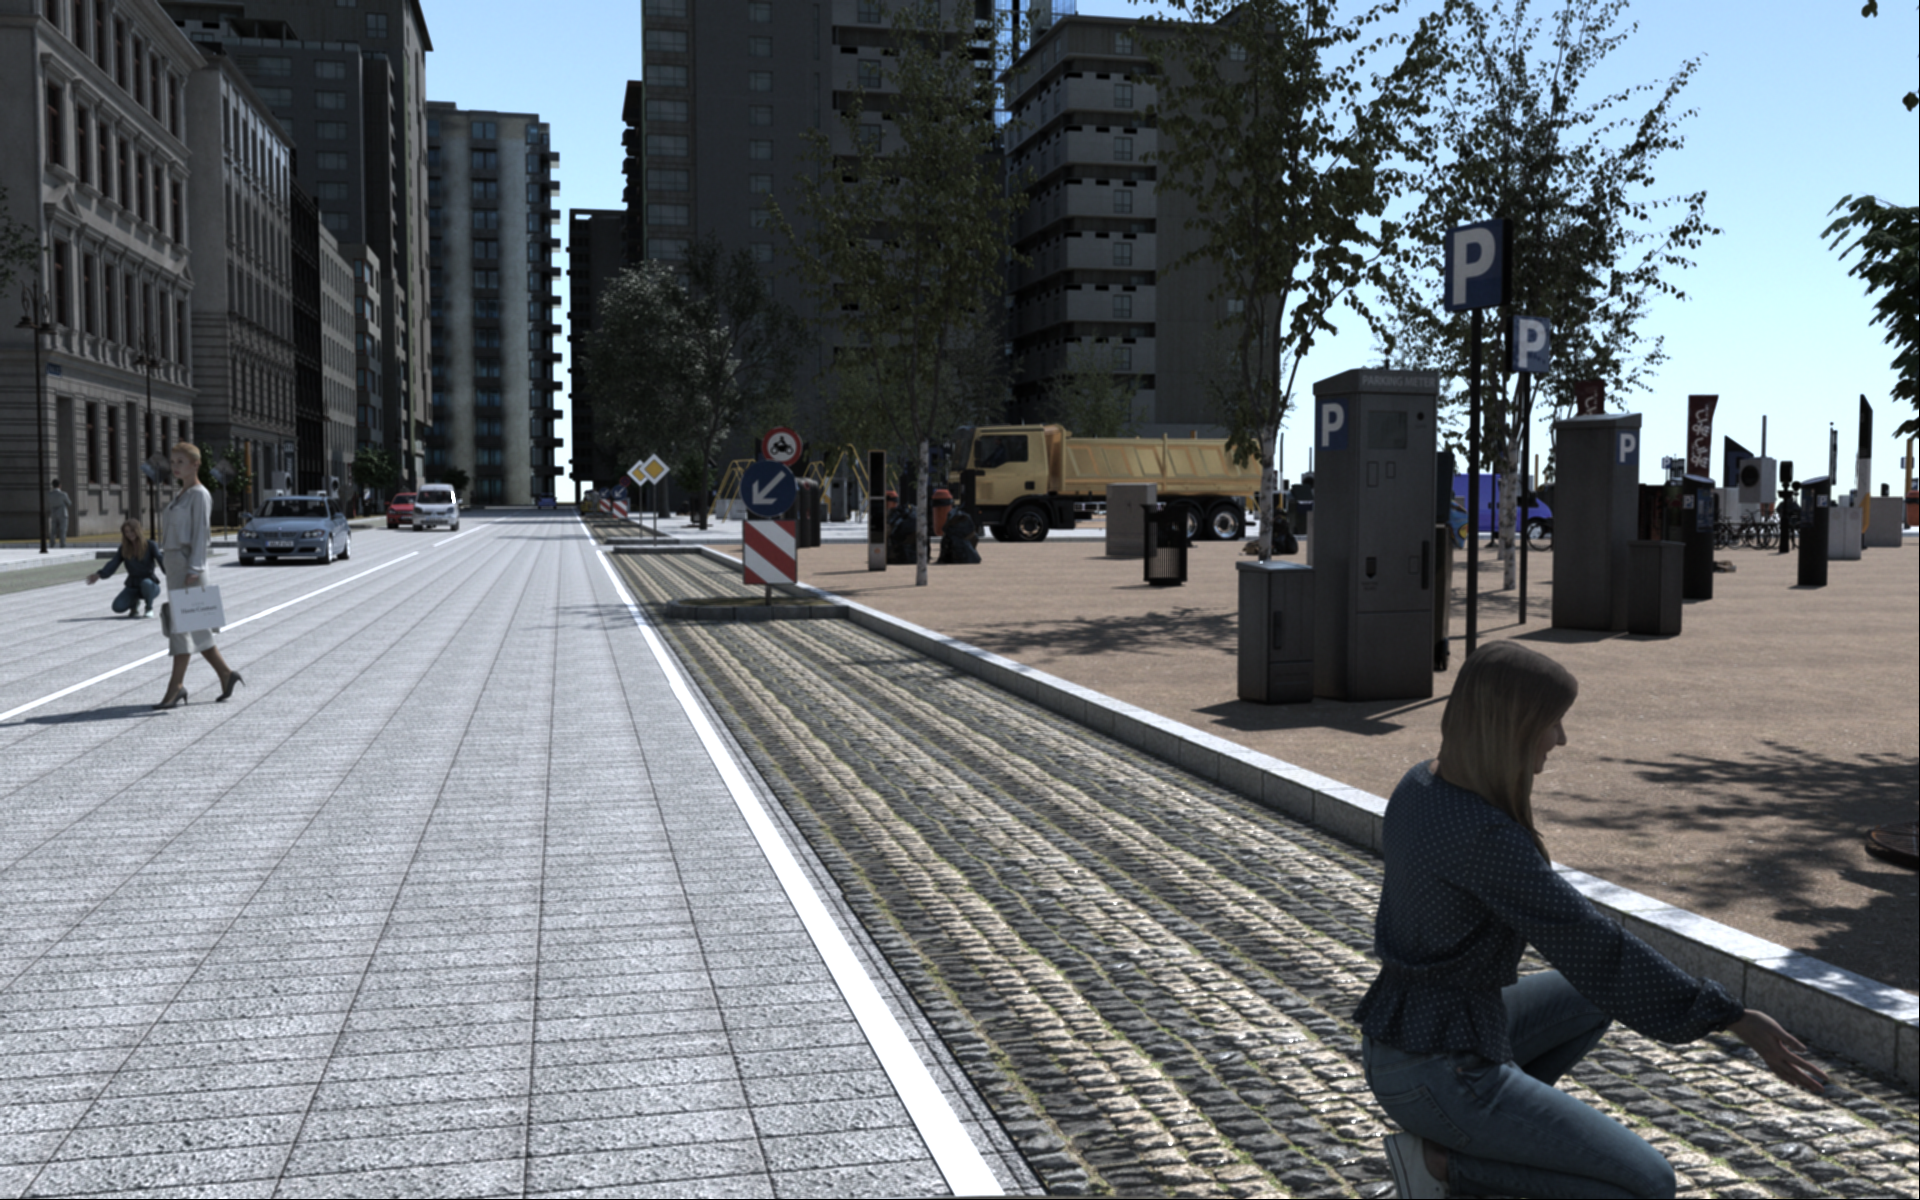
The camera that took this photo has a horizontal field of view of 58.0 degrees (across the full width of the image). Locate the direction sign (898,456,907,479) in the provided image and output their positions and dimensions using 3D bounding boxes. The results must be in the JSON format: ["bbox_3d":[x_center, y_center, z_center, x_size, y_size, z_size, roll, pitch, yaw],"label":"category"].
[{"bbox_3d":[-3.425,-6.804,103.238,0.379,3.537,0.876,3,4,37],"label":"direction sign"}]

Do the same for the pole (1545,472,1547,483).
[{"bbox_3d":[46.169,-8.724,136.483,0.158,3.312,0.155,0,3,0],"label":"pole"}]

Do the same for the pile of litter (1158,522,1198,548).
[{"bbox_3d":[4.837,-1.701,41.778,1.719,0.858,1.176,2,4,24],"label":"pile of litter"}]

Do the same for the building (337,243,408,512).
[{"bbox_3d":[-57.669,-17.495,131.080,27.650,21.520,28.899,-1,4,-13],"label":"building"}]

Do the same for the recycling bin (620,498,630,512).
[{"bbox_3d":[-23.664,-6.712,122.297,0.722,1.027,0.722,-1,4,-11],"label":"recycling bin"}]

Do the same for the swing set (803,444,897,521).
[{"bbox_3d":[-3.700,-3.552,55.690,2.862,2.851,3.119,-1,4,-9],"label":"swing set"}]

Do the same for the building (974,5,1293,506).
[{"bbox_3d":[18.593,-36.999,194.176,27.495,52.752,28.713,-1,4,-13],"label":"building"}]

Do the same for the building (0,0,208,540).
[{"bbox_3d":[-32.748,-13.488,56.689,11.583,22.565,21.152,-1,4,-13],"label":"building"}]

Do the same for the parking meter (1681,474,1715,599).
[{"bbox_3d":[9.043,-0.784,21.236,0.372,1.533,0.369,0,3,0],"label":"parking meter"}]

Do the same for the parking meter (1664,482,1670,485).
[{"bbox_3d":[34.541,-4.818,84.485,0.255,1.863,0.399,-2,4,-28],"label":"parking meter"}]

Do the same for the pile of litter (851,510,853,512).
[{"bbox_3d":[-8.236,-6.769,124.633,1.176,0.858,1.719,1,4,21],"label":"pile of litter"}]

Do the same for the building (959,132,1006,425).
[{"bbox_3d":[-3.203,-31.376,196.596,14.086,41.232,14.154,-1,4,-13],"label":"building"}]

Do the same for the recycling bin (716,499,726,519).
[{"bbox_3d":[-11.968,-4.633,88.307,0.722,1.027,0.722,2,4,31],"label":"recycling bin"}]

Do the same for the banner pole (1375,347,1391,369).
[{"bbox_3d":[7.279,-2.439,29.894,0.401,3.779,0.863,0,4,-4],"label":"banner pole"}]

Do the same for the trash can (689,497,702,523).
[{"bbox_3d":[-11.545,-3.945,76.149,0.748,1.137,0.748,0,3,0],"label":"trash can"}]

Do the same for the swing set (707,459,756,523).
[{"bbox_3d":[-9.944,-4.989,79.194,2.862,2.851,3.119,-2,4,-24],"label":"swing set"}]

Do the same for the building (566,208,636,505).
[{"bbox_3d":[-38.498,-32.545,223.996,23.993,40.220,32.217,-1,4,-13],"label":"building"}]

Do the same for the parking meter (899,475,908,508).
[{"bbox_3d":[-1.763,-2.966,54.207,0.255,1.863,0.399,0,4,-5],"label":"parking meter"}]

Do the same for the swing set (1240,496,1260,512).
[{"bbox_3d":[13.646,-5.257,83.568,2.862,2.851,3.119,0,4,-3],"label":"swing set"}]

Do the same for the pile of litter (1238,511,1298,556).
[{"bbox_3d":[6.525,-1.400,36.847,1.719,0.858,1.176,-3,4,-36],"label":"pile of litter"}]

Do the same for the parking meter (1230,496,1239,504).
[{"bbox_3d":[12.056,-4.140,76.100,0.372,1.533,0.369,0,3,0],"label":"parking meter"}]

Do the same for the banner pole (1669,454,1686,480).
[{"bbox_3d":[44.491,-7.174,107.304,0.401,3.779,0.863,-3,5,-42],"label":"banner pole"}]

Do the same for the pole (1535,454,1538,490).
[{"bbox_3d":[29.392,-5.780,88.350,0.158,3.312,0.155,0,3,0],"label":"pole"}]

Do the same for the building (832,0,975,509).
[{"bbox_3d":[-14.131,-34.758,157.530,28.713,52.752,27.495,-1,4,-13],"label":"building"}]

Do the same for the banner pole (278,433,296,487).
[{"bbox_3d":[-27.528,-4.938,70.752,0.401,3.779,0.863,3,5,41],"label":"banner pole"}]

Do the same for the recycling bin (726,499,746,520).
[{"bbox_3d":[-10.886,-4.415,84.744,0.722,1.027,0.722,-1,4,-19],"label":"recycling bin"}]

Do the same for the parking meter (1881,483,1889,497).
[{"bbox_3d":[50.986,-5.491,95.489,0.399,1.863,0.255,-2,4,-33],"label":"parking meter"}]

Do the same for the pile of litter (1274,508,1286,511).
[{"bbox_3d":[10.403,-2.570,55.983,1.719,0.858,1.176,2,4,35],"label":"pile of litter"}]

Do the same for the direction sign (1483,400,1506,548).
[{"bbox_3d":[12.803,-3.029,41.529,0.876,3.537,0.379,-3,5,-39],"label":"direction sign"}]

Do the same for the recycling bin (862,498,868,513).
[{"bbox_3d":[-6.319,-6.517,119.106,0.722,1.027,0.722,-2,4,-28],"label":"recycling bin"}]

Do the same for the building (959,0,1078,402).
[{"bbox_3d":[3.436,-55.951,227.472,31.000,86.520,22.319,-1,4,-13],"label":"building"}]

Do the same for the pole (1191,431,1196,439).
[{"bbox_3d":[7.510,-3.787,55.768,0.158,3.312,0.155,0,3,0],"label":"pole"}]

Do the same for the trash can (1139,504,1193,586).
[{"bbox_3d":[2.885,-0.773,24.299,0.748,1.137,0.748,0,3,0],"label":"trash can"}]

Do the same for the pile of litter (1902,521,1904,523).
[{"bbox_3d":[41.952,-3.777,75.713,1.176,0.858,1.719,-1,4,-12],"label":"pile of litter"}]

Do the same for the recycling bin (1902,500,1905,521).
[{"bbox_3d":[42.636,-3.975,77.553,0.722,1.027,0.722,-1,4,-13],"label":"recycling bin"}]

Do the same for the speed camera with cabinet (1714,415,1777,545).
[{"bbox_3d":[19.690,-3.037,43.993,0.660,3.252,2.038,-2,4,-24],"label":"speed camera with cabinet"}]

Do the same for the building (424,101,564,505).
[{"bbox_3d":[-64.769,-36.337,213.723,30.456,49.044,23.786,-1,4,-13],"label":"building"}]

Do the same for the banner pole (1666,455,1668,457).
[{"bbox_3d":[45.731,-7.430,111.494,0.863,3.779,0.401,2,4,29],"label":"banner pole"}]

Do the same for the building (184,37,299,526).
[{"bbox_3d":[-35.633,-13.895,76.340,9.793,20.994,18.267,-1,4,-13],"label":"building"}]

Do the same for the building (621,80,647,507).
[{"bbox_3d":[-24.442,-32.404,184.431,22.147,44.769,28.867,-1,4,-13],"label":"building"}]

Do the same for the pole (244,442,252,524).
[{"bbox_3d":[-27.718,-4.503,67.459,0.158,3.312,0.155,0,3,0],"label":"pole"}]

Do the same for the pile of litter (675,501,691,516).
[{"bbox_3d":[-16.224,-5.467,103.353,1.719,0.858,1.176,-2,4,-26],"label":"pile of litter"}]

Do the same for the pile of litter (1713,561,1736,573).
[{"bbox_3d":[12.363,-0.924,29.077,1.176,0.858,1.719,1,4,12],"label":"pile of litter"}]

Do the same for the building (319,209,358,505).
[{"bbox_3d":[-44.344,-15.524,108.568,10.420,20.320,16.860,-1,4,-13],"label":"building"}]

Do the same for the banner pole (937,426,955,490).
[{"bbox_3d":[-0.565,-4.513,63.799,0.863,3.779,0.401,0,4,7],"label":"banner pole"}]

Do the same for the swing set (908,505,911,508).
[{"bbox_3d":[-3.980,-5.795,92.362,2.862,2.851,3.119,-1,4,-10],"label":"swing set"}]

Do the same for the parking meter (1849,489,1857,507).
[{"bbox_3d":[46.502,-4.999,90.138,0.372,1.533,0.369,0,3,0],"label":"parking meter"}]

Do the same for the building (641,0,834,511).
[{"bbox_3d":[-17.723,-27.650,135.668,14.154,41.232,14.086,-1,4,-13],"label":"building"}]

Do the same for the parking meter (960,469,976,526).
[{"bbox_3d":[0.179,-2.144,40.762,0.255,1.863,0.399,-2,4,-25],"label":"parking meter"}]

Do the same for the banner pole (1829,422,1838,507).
[{"bbox_3d":[30.141,-4.271,59.841,0.401,3.779,0.863,1,4,10],"label":"banner pole"}]

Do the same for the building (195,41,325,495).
[{"bbox_3d":[-41.655,-16.066,92.351,12.332,23.373,15.834,-1,4,-13],"label":"building"}]

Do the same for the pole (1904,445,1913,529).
[{"bbox_3d":[34.904,-4.274,63.727,0.158,3.312,0.155,0,3,0],"label":"pole"}]

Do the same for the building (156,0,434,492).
[{"bbox_3d":[-67.870,-35.771,174.088,27.495,52.752,28.713,-1,4,-13],"label":"building"}]

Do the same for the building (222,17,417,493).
[{"bbox_3d":[-56.273,-28.710,152.998,14.154,41.232,14.086,-1,4,-13],"label":"building"}]

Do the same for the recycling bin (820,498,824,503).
[{"bbox_3d":[-8.648,-5.804,107.447,0.722,1.027,0.722,-1,4,-10],"label":"recycling bin"}]

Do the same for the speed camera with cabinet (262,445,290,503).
[{"bbox_3d":[-27.089,-4.545,68.639,0.660,3.252,2.038,0,4,-6],"label":"speed camera with cabinet"}]

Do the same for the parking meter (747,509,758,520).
[{"bbox_3d":[-6.822,-3.135,56.973,0.399,1.863,0.255,-1,4,-22],"label":"parking meter"}]

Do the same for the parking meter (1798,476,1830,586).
[{"bbox_3d":[11.994,-0.974,24.329,0.372,1.533,0.369,0,3,0],"label":"parking meter"}]
